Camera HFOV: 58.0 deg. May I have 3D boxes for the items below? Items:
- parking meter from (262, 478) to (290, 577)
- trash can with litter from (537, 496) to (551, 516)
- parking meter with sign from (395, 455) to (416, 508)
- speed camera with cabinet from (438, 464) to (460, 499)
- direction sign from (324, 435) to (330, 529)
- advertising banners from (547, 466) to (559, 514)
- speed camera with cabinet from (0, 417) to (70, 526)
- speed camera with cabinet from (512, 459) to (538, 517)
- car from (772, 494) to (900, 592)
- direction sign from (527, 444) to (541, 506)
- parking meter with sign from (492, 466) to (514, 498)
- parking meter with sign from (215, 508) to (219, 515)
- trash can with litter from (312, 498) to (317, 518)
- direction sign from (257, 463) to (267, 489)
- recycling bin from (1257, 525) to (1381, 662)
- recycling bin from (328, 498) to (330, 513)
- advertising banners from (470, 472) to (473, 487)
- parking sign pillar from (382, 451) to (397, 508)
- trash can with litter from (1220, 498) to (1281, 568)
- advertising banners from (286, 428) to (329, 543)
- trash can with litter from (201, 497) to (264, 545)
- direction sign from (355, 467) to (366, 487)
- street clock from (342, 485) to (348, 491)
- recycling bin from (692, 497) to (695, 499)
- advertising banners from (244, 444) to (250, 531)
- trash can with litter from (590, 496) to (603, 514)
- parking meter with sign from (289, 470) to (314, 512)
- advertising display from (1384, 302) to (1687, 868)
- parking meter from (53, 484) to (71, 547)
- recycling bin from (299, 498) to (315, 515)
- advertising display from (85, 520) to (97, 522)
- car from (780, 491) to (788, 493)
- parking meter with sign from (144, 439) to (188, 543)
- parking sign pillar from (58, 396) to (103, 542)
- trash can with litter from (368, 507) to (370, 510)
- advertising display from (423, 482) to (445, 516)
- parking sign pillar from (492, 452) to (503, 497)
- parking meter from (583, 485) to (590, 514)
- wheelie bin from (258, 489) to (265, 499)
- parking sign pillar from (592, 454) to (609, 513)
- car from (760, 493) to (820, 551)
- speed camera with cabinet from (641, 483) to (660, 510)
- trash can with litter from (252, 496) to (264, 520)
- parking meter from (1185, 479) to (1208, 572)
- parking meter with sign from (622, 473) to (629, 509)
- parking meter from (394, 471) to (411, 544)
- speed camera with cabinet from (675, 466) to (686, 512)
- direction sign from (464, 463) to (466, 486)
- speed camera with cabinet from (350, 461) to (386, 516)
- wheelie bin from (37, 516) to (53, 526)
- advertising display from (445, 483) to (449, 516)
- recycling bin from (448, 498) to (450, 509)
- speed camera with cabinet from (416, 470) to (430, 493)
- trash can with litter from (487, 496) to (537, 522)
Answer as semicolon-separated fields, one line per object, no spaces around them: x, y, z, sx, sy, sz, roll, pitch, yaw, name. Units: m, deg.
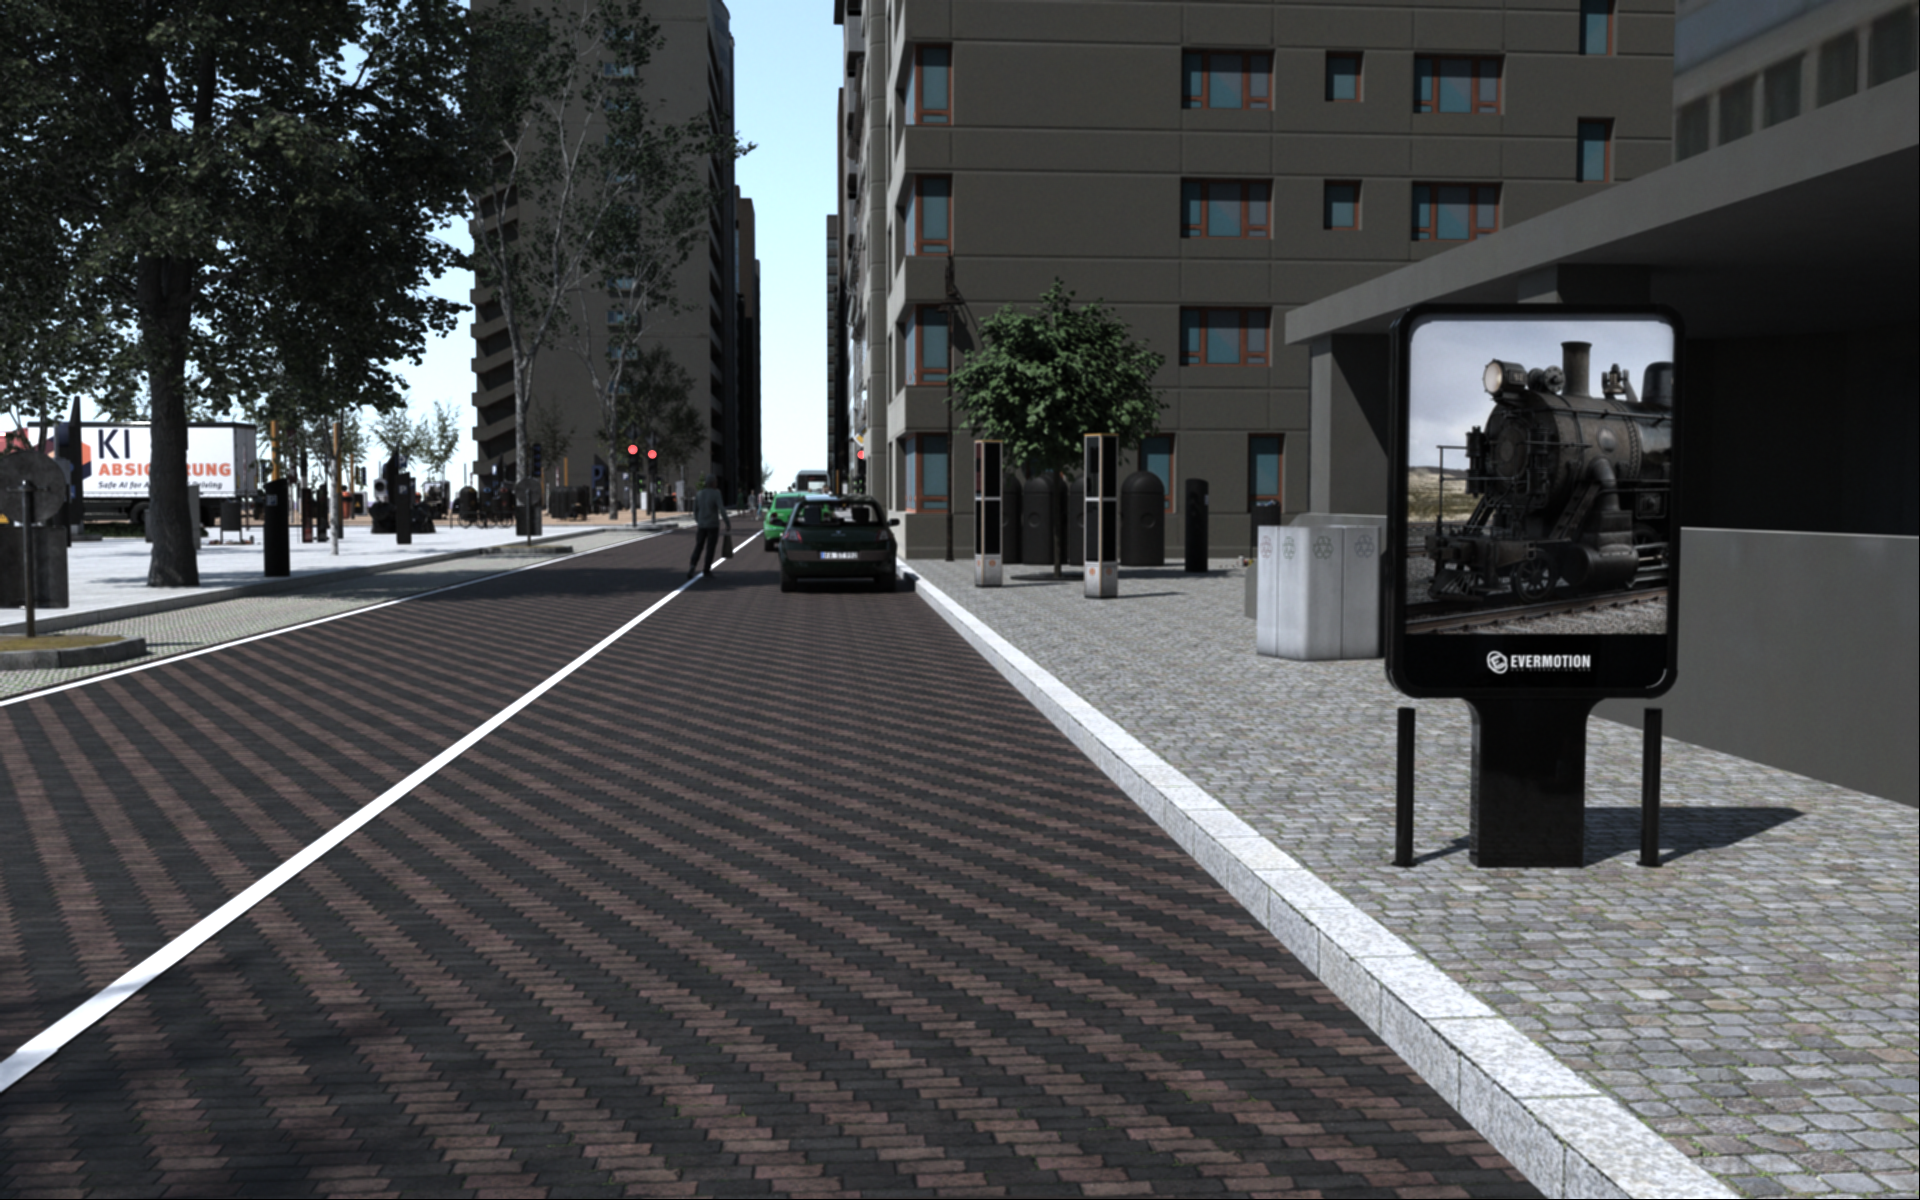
-10.678;-1.140;27.043;0.372;1.533;0.369;0;3;0;parking meter
-24.724;-5.565;102.051;1.678;1.210;2.233;2;4;25;trash can with litter
-24.592;-4.951;77.204;0.543;3.016;1.738;-3;4;-38;parking meter with sign
-33.423;-7.358;114.632;2.038;3.252;0.660;0;4;-7;speed camera with cabinet
-23.360;-4.395;63.855;0.379;3.537;0.876;-2;4;-26;direction sign
-25.877;-6.977;110.254;0.090;3.025;2.074;-2;4;-33;advertising banners
-23.829;-3.058;44.330;2.038;3.252;0.660;1;4;13;speed camera with cabinet
-24.612;-6.261;96.711;2.038;3.252;0.660;-2;4;-30;speed camera with cabinet
-1.906;-1.036;26.732;2.009;1.686;4.222;0;4;-5;car
-19.212;-5.241;77.683;0.876;3.537;0.379;-2;4;-35;direction sign
-27.955;-6.775;107.033;1.738;3.016;0.543;-3;5;-42;parking meter with sign
-42.431;-6.262;98.649;0.543;3.016;1.738;-1;4;-21;parking meter with sign
-34.049;-4.913;91.716;1.055;1.170;0.624;-1;4;-8;trash can with litter
-49.847;-8.039;123.434;0.876;3.537;0.379;0;4;4;direction sign
2.820;-0.067;13.652;0.722;1.027;0.722;-1;4;-20;recycling bin
-42.714;-6.394;117.092;0.722;1.027;0.722;-3;4;-38;recycling bin
-39.921;-8.821;140.410;0.090;3.025;2.074;-3;4;-39;advertising banners
-35.281;-7.257;107.129;1.447;3.967;1.447;0;4;7;parking sign pillar
5.774;-1.192;30.548;2.233;1.210;1.678;1;4;16;trash can with litter
-17.232;-3.028;45.703;0.090;3.025;2.074;1;4;8;advertising banners
-18.875;-2.018;44.044;2.233;1.210;1.678;0;4;3;trash can with litter
-49.741;-9.284;143.797;0.876;3.537;0.379;0;4;-6;direction sign
-49.614;-8.259;139.596;0.471;2.002;0.358;0;4;-1;street clock
-21.366;-7.718;138.746;0.722;1.027;0.722;-1;4;-10;recycling bin
-25.014;-3.946;60.709;0.090;3.025;2.074;-1;4;-19;advertising banners
-23.854;-6.209;112.897;0.624;1.170;1.055;3;5;40;trash can with litter
-48.267;-7.987;126.855;1.738;3.016;0.543;-2;4;-28;parking meter with sign
1.956;-0.044;5.931;0.974;1.923;0.123;0;4;0;advertising display
-21.663;-2.040;41.766;0.372;1.533;0.369;0;3;0;parking meter
-40.791;-5.849;108.183;0.722;1.027;0.722;1;4;16;recycling bin
-40.331;-4.581;80.114;0.974;1.923;0.123;1;4;17;advertising display
-24.120;-14.104;239.265;2.281;1.827;5.304;0;4;-5;car
-21.324;-3.071;46.479;0.543;3.016;1.738;0;4;-1;parking meter with sign
-24.055;-3.570;46.847;1.447;3.967;1.447;-1;4;-20;parking sign pillar
-47.341;-7.739;137.921;1.055;1.170;0.624;1;4;23;trash can with litter
-27.726;-5.254;91.118;0.974;1.923;0.123;0;4;1;advertising display
-29.667;-7.505;111.172;1.447;3.967;1.447;0;4;-2;parking sign pillar
-24.079;-6.476;111.595;0.399;1.863;0.255;1;4;18;parking meter
-46.330;-6.517;114.458;0.693;1.594;0.980;1;4;19;wheelie bin
-24.097;-7.806;116.102;1.447;3.967;1.447;3;4;36;parking sign pillar
-4.163;-2.194;44.667;1.959;1.807;4.718;0;4;-6;car
-24.675;-8.785;137.968;0.660;3.252;2.038;1;4;20;speed camera with cabinet
-34.068;-4.470;84.475;1.055;1.170;0.624;3;5;44;trash can with litter
3.889;-1.226;28.458;0.372;1.533;0.369;0;3;0;parking meter
-27.491;-8.952;142.625;0.543;3.016;1.738;-1;4;-12;parking meter with sign
-14.265;-2.361;44.316;0.399;1.863;0.255;-1;4;-19;parking meter
-19.752;-7.835;122.434;0.660;3.252;2.038;0;4;-5;speed camera with cabinet
-36.087;-8.219;126.378;0.379;3.537;0.876;-1;4;-21;direction sign
-34.833;-6.576;101.849;2.038;3.252;0.660;-1;4;-15;speed camera with cabinet
-25.388;-2.456;48.066;0.980;1.594;0.693;0;4;-4;wheelie bin
-30.283;-5.930;102.172;0.123;1.923;0.974;-1;4;-8;advertising display
-43.090;-8.091;144.838;0.722;1.027;0.722;-2;4;-35;recycling bin
-42.485;-8.684;136.322;2.038;3.252;0.660;-1;4;-21;speed camera with cabinet
-21.192;-4.263;80.758;2.233;1.210;1.678;-2;4;-29;trash can with litter
